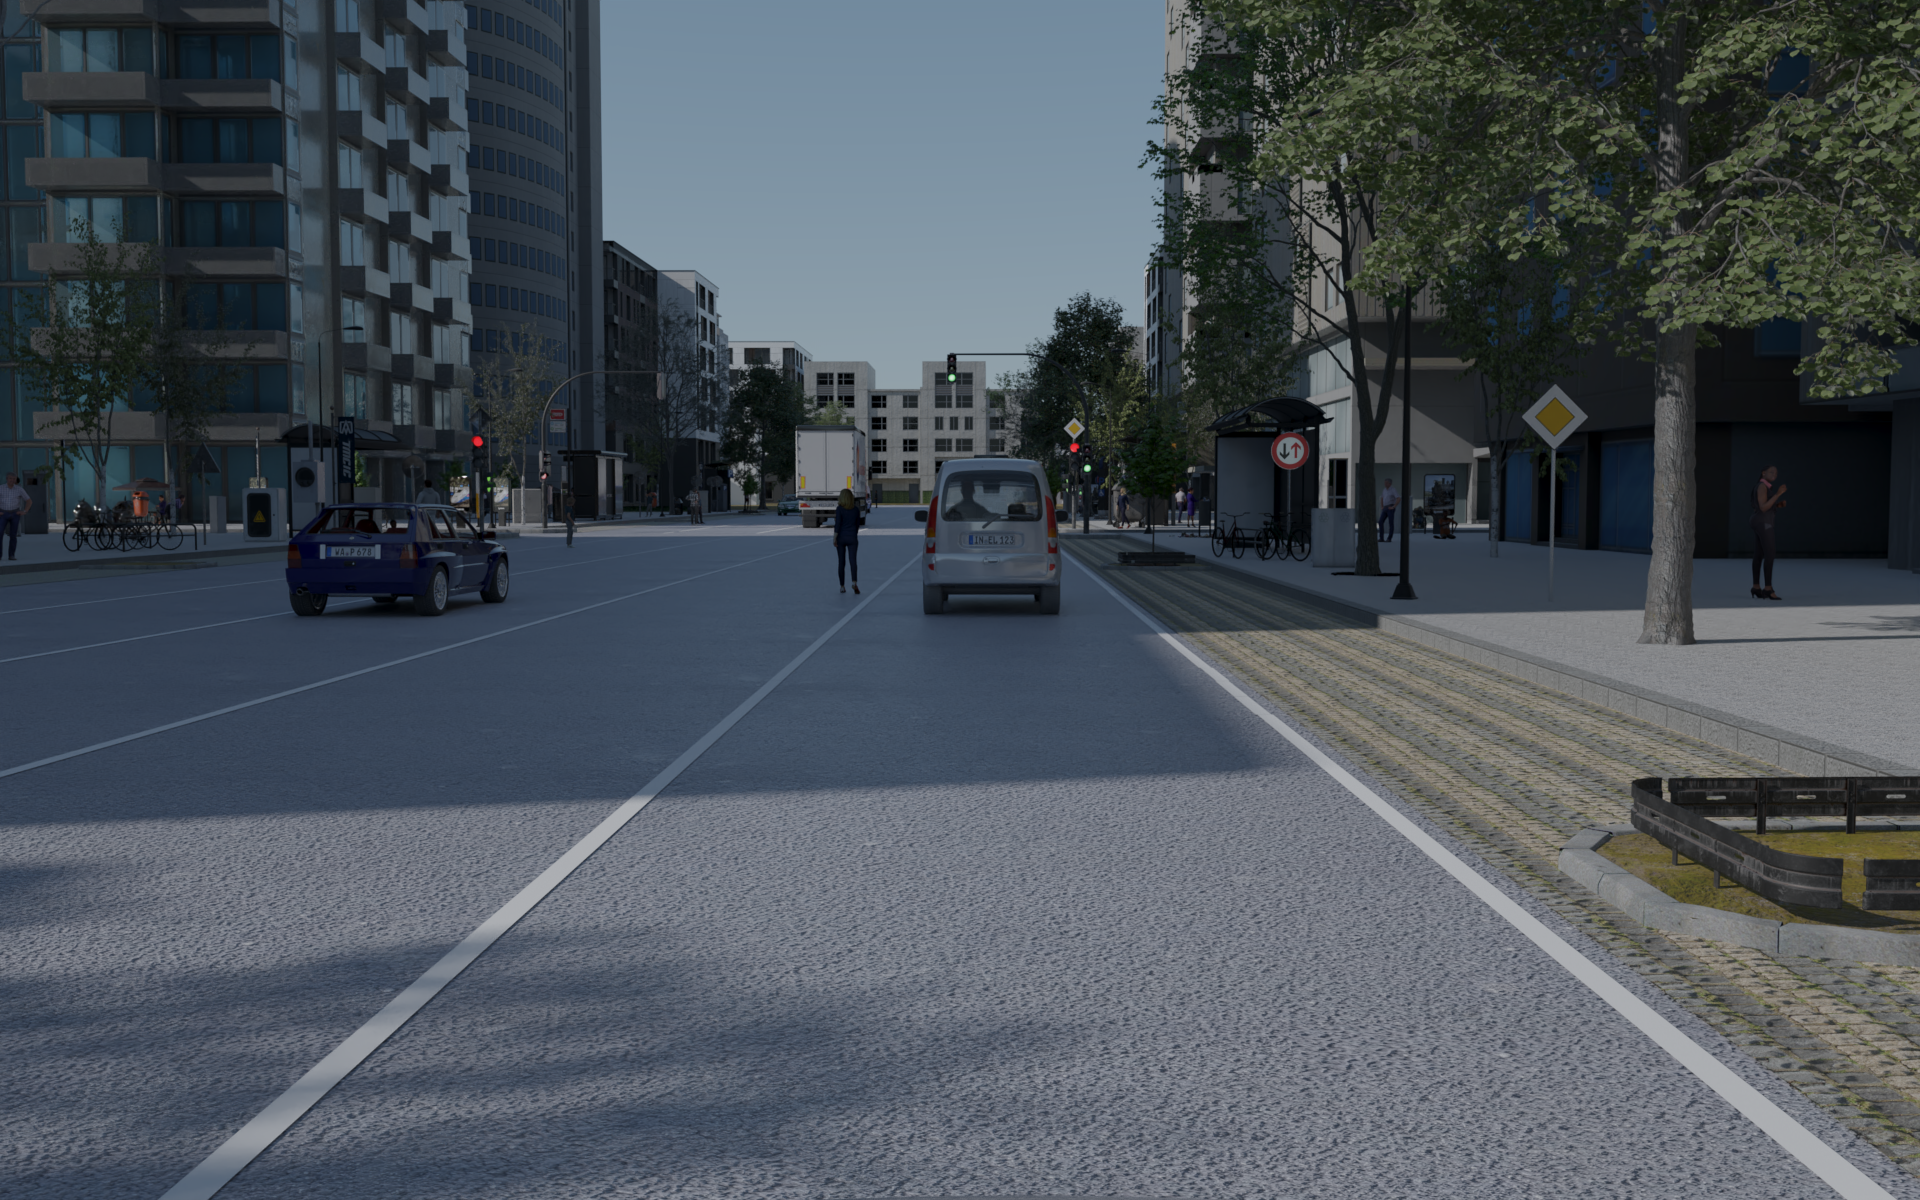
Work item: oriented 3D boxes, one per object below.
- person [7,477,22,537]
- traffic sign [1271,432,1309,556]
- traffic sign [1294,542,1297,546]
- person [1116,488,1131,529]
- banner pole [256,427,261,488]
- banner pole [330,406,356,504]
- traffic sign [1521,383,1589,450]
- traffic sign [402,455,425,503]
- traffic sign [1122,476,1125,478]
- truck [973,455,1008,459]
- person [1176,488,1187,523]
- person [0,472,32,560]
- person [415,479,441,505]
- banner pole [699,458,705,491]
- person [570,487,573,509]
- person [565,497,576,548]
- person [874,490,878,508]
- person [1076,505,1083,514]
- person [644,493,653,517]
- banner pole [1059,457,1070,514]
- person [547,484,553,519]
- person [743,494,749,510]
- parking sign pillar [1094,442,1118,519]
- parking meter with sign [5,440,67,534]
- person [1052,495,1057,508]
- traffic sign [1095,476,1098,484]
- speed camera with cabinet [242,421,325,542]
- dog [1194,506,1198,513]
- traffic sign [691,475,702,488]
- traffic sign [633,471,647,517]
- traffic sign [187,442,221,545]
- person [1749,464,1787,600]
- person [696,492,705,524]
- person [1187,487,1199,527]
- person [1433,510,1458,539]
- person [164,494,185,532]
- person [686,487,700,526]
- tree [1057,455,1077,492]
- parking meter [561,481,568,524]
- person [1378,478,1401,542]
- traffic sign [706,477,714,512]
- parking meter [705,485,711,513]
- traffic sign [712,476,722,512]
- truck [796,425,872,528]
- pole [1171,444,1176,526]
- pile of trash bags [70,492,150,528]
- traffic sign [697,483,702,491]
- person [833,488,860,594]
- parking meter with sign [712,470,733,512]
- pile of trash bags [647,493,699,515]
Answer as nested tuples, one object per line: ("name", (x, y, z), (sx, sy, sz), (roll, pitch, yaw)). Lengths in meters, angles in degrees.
("person", (-28.377, -2.797, 51.915), (0.789, 1.805, 0.875), (-2, 4, -33))
("traffic sign", (6.775, -2.171, 35.598), (0.768, 2.556, 0.104), (1, 4, 9))
("traffic sign", (8.267, -2.607, 42.629), (0.884, 2.594, 0.081), (1, 4, 10))
("person", (6.063, -3.389, 63.991), (0.480, 1.512, 0.613), (2, 4, 33))
("banner pole", (-26.344, -4.588, 65.037), (0.401, 3.779, 0.863), (-2, 4, -29))
("banner pole", (-17.564, -3.619, 49.191), (0.863, 3.779, 0.401), (0, 4, 1))
("traffic sign", (7.085, -1.278, 20.625), (0.795, 2.593, 0.064), (0, 4, 3))
("traffic sign", (-17.925, -3.466, 56.768), (0.768, 2.556, 0.104), (0, 4, 3))
("traffic sign", (8.622, -5.419, 90.731), (0.606, 2.300, 0.079), (0, 4, 3))
("truck", (2.243, -8.554, 128.775), (2.839, 4.237, 11.283), (0, 4, 0))
("person", (9.699, -4.166, 76.370), (0.614, 1.554, 0.590), (3, 5, 41))
("person", (-18.367, -1.621, 33.489), (0.756, 1.711, 0.436), (-2, 4, -27))
("person", (-13.537, -2.170, 44.131), (0.875, 1.805, 0.789), (-3, 5, -41))
("banner pole", (-18.083, -8.042, 121.504), (0.401, 3.779, 0.863), (1, 4, 20))
("person", (-20.460, -5.168, 91.994), (0.517, 1.644, 0.566), (-1, 4, -10))
("person", (-10.391, -2.070, 46.256), (0.340, 1.345, 0.435), (-2, 4, -34))
("person", (-8.550, -10.254, 176.177), (0.705, 1.821, 1.348), (0, 4, -7))
("person", (7.634, -6.226, 110.043), (0.471, 1.553, 0.569), (1, 4, 17))
("person", (-17.421, -5.323, 96.978), (0.340, 1.345, 0.435), (3, 4, 39))
("banner pole", (6.906, -7.601, 114.293), (0.863, 3.779, 0.401), (-1, 4, -9))
("person", (-21.387, -5.157, 90.480), (0.434, 1.807, 0.598), (1, 4, 16))
("person", (-16.897, -7.927, 137.114), (0.566, 1.644, 0.517), (-3, 5, -44))
("parking sign pillar", (7.557, -6.110, 88.378), (1.447, 3.967, 1.447), (3, 4, 36))
("parking meter with sign", (-29.556, -3.613, 55.338), (1.738, 3.016, 0.543), (-2, 4, -24))
("person", (8.239, -8.890, 152.121), (0.721, 1.736, 1.217), (-1, 4, -18))
("traffic sign", (9.002, -6.742, 110.344), (0.768, 2.556, 0.104), (0, 4, 2))
("speed camera with cabinet", (-18.202, -3.196, 46.597), (2.038, 3.252, 0.660), (0, 4, 1))
("dog", (14.898, -5.756, 110.940), (0.540, 0.507, 0.406), (-2, 4, -28))
("traffic sign", (-17.701, -7.107, 116.302), (0.768, 2.556, 0.104), (0, 4, 4))
("traffic sign", (-17.588, -5.812, 95.140), (0.768, 2.556, 0.104), (0, 4, 2))
("traffic sign", (-18.959, -2.655, 43.417), (0.884, 2.594, 0.081), (0, 4, 5))
("person", (9.896, -0.834, 21.145), (0.415, 1.643, 0.593), (-1, 4, -22))
("person", (-12.525, -4.424, 83.049), (0.499, 1.552, 0.429), (-2, 4, -35))
("person", (9.013, -3.577, 66.897), (0.546, 1.535, 0.453), (-3, 5, -41))
("person", (13.877, -2.136, 49.248), (0.859, 0.850, 0.655), (0, 4, -1))
("person", (-27.505, -2.994, 60.688), (0.697, 1.427, 0.421), (-3, 5, -43))
("person", (-12.100, -4.257, 78.825), (0.376, 1.734, 0.841), (-3, 5, -44))
("tree", (8.191, -9.263, 135.171), (4.285, 4.588, 4.351), (0, 3, 0))
("parking meter", (-17.191, -4.257, 75.319), (0.255, 1.863, 0.399), (-1, 4, -20))
("person", (11.343, -2.386, 45.998), (0.436, 1.711, 0.756), (-1, 4, -16))
("traffic sign", (-18.153, -7.735, 126.580), (0.768, 2.556, 0.104), (0, 4, 3))
("parking meter", (-17.023, -6.801, 116.911), (0.399, 1.863, 0.255), (1, 4, 18))
("traffic sign", (-16.962, -7.389, 120.908), (0.768, 2.556, 0.104), (0, 4, 5))
("truck", (-5.500, -5.347, 76.329), (2.839, 4.237, 11.283), (0, 4, 0))
("pole", (8.660, -4.667, 70.150), (0.158, 3.312, 0.155), (0, 3, 0))
("pile of trash bags", (-31.740, -3.385, 65.090), (3.447, 1.369, 1.912), (2, 4, 25))
("traffic sign", (-17.941, -7.219, 118.131), (0.768, 2.556, 0.104), (0, 4, 6))
("person", (-1.598, -0.853, 24.993), (0.480, 1.512, 0.613), (-3, 5, -40))
("parking meter with sign", (-17.024, -7.802, 123.827), (1.738, 3.016, 0.543), (3, 4, 36))
("pile of trash bags", (-17.810, -6.012, 108.050), (3.447, 1.369, 1.912), (0, 4, 6))
